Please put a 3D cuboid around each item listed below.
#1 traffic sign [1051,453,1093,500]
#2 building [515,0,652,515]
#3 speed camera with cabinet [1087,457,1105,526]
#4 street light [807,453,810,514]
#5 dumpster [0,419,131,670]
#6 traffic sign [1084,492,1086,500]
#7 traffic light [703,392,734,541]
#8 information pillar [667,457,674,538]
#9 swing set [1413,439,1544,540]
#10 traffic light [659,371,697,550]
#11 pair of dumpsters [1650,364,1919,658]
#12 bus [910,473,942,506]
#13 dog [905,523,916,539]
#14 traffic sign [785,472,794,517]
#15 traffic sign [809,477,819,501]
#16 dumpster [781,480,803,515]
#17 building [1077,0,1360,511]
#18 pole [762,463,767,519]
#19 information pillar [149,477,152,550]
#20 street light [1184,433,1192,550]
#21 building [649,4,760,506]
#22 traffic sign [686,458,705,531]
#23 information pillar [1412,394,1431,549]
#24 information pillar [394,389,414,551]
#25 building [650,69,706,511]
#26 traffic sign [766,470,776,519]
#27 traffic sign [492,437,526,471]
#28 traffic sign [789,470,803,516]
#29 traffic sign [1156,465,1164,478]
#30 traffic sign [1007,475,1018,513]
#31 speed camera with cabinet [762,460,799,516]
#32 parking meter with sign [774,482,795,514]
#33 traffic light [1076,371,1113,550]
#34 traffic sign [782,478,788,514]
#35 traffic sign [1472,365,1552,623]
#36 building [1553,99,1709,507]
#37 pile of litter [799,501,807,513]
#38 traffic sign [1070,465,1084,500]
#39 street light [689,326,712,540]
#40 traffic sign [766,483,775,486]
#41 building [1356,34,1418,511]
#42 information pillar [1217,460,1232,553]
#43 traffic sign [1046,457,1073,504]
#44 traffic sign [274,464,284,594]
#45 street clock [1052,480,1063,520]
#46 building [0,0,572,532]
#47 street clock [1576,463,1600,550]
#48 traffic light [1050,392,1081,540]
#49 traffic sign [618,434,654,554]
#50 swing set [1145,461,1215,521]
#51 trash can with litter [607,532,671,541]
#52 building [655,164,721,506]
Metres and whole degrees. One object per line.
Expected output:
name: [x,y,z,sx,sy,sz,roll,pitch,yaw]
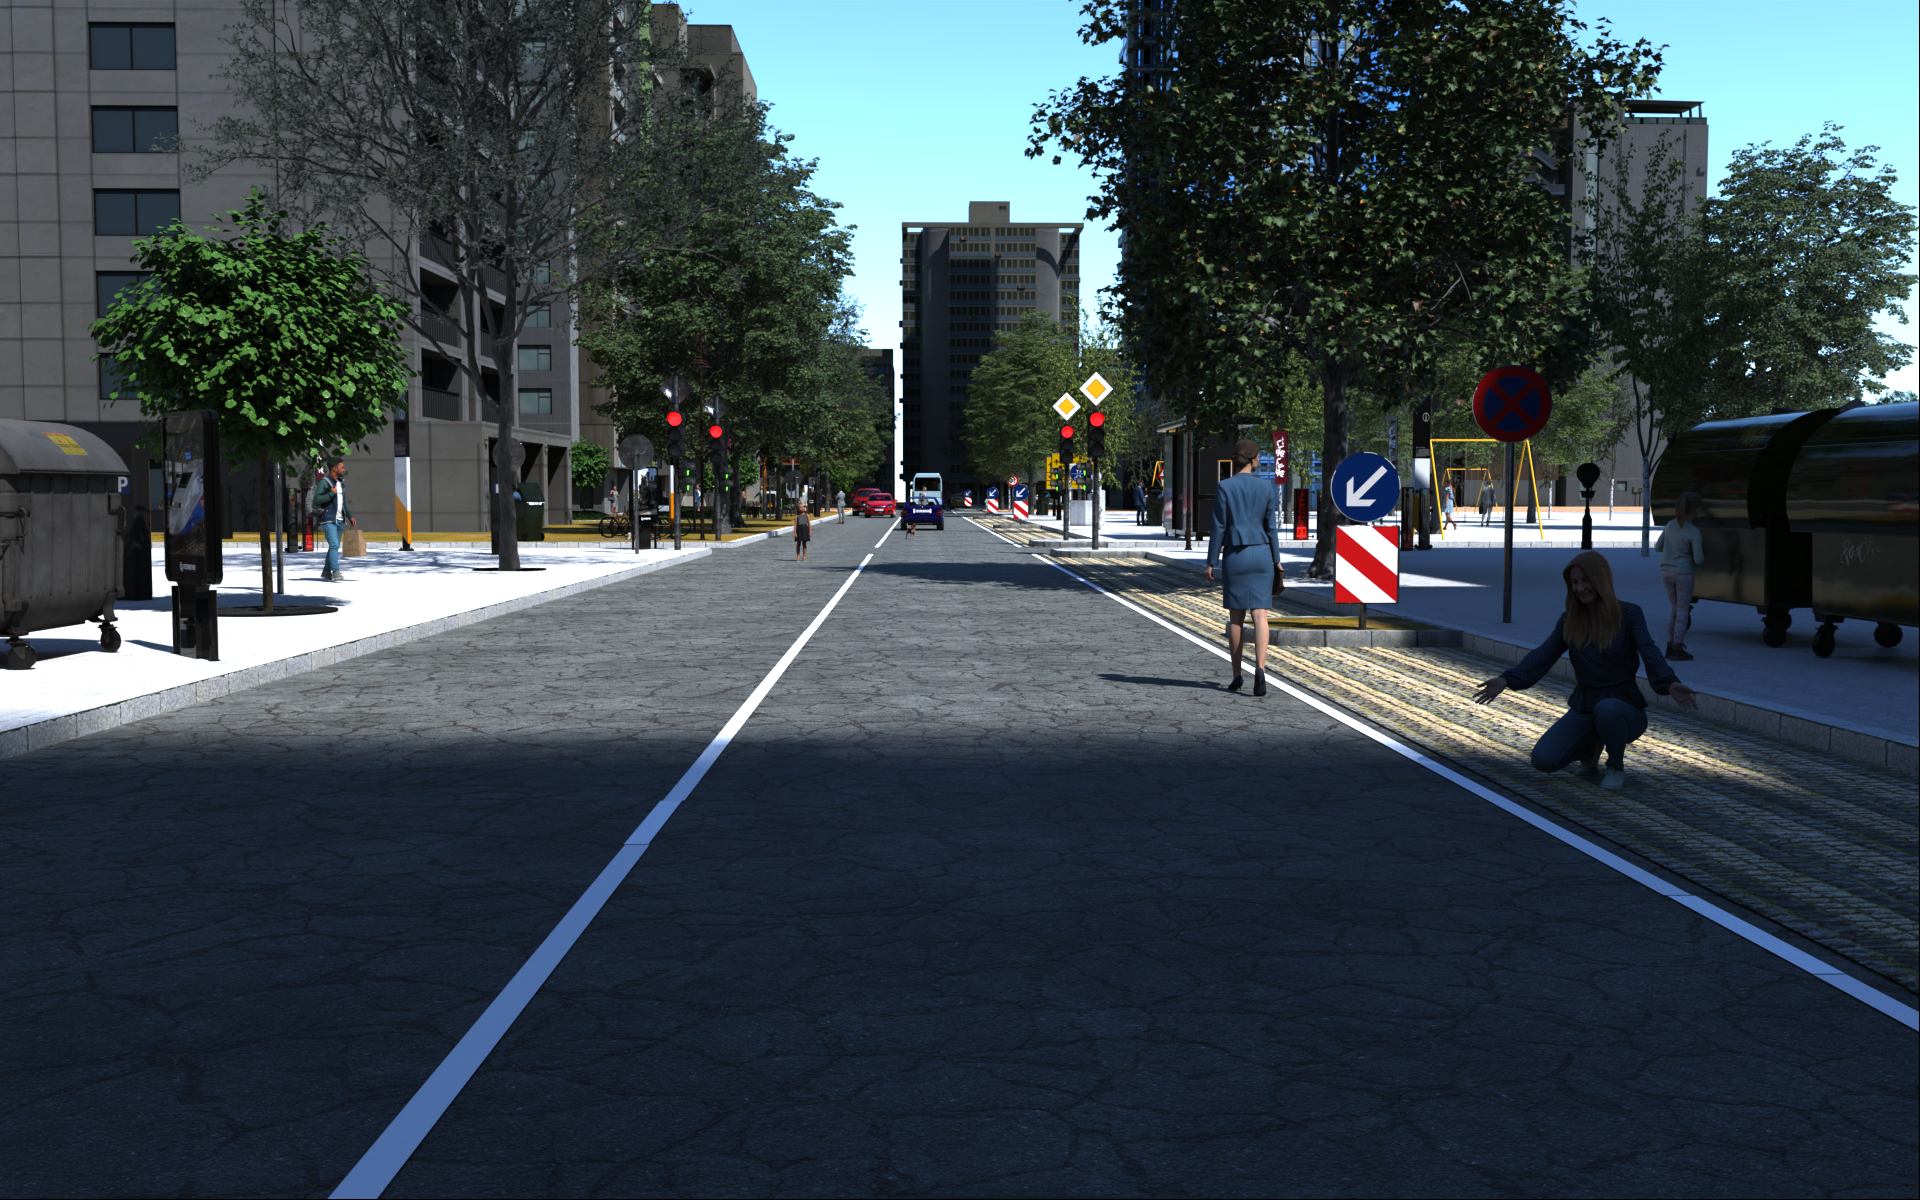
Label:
traffic sign: [5.627,-5.608,85.560,2.265,3.308,0.079,0,4,1]
building: [-27.090,-25.913,107.275,14.154,41.232,14.086,0,4,-1]
speed camera with cabinet: [5.626,-4.721,71.531,0.660,3.252,2.038,0,4,-1]
street light: [-8.183,-7.371,93.308,0.468,5.910,1.993,0,4,-1]
dumpster: [-7.368,-0.459,13.263,1.264,1.857,1.865,0,4,-1]
traffic sign: [6.419,-5.430,88.884,0.768,2.556,0.104,0,4,8]
traffic light: [-6.643,-3.588,47.584,0.839,4.253,0.868,0,4,-1]
information pillar: [-8.376,-3.599,50.195,0.183,3.616,0.504,-1,4,-16]
swing set: [14.952,-3.185,49.687,3.119,2.851,2.862,0,4,-3]
traffic light: [-6.457,-3.100,39.601,0.839,4.253,0.868,0,4,-1]
pair of dumpsters: [7.265,-0.703,13.982,1.574,2.255,4.437,0,4,-1]
bus: [-3.070,-10.061,159.349,2.948,3.499,13.247,0,4,-2]
dog: [-1.553,-2.190,55.098,0.540,0.507,0.406,2,4,27]
traffic sign: [-9.577,-6.005,98.294,0.768,2.556,0.104,0,4,1]
traffic sign: [-8.689,-6.173,103.055,0.606,2.300,0.079,0,4,6]
dumpster: [-10.190,-6.158,103.170,1.502,2.255,1.985,0,4,-1]
building: [24.274,-52.521,171.389,22.319,86.520,31.000,0,4,-1]
pole: [-10.117,-5.857,89.598,0.158,3.312,0.155,0,3,0]
information pillar: [-18.279,-2.087,38.612,0.304,2.012,0.304,1,4,22]
street light: [5.235,-4.082,39.525,0.468,5.910,1.993,0,4,-1]
building: [-32.114,-33.841,177.000,21.600,48.544,21.300,0,4,-1]
traffic sign: [-9.348,-3.719,60.910,0.768,2.556,0.104,0,4,0]
information pillar: [10.737,-2.993,40.293,0.504,3.616,0.183,-2,4,-29]
information pillar: [-12.543,-2.913,38.980,0.504,3.616,0.183,3,4,39]
building: [-36.768,-27.019,133.642,32.217,40.220,23.993,0,4,-1]
traffic sign: [-9.952,-5.539,90.662,0.768,2.556,0.104,0,4,7]
traffic sign: [-10.119,-2.369,38.846,0.768,2.556,0.104,0,4,7]
traffic sign: [-8.669,-5.590,91.497,0.768,2.556,0.104,0,4,0]
traffic sign: [6.967,-3.520,57.560,0.884,2.594,0.081,1,4,8]
traffic sign: [3.475,-6.989,114.380,0.768,2.556,0.104,0,4,1]
speed camera with cabinet: [-10.297,-6.422,99.339,2.038,3.252,0.660,0,4,2]
parking meter with sign: [-11.355,-7.062,111.722,0.543,3.016,1.738,3,4,38]
traffic light: [3.101,-3.114,39.839,0.839,4.253,0.868,0,4,-1]
traffic sign: [-10.832,-6.652,108.766,0.884,2.594,0.081,0,4,8]
traffic sign: [5.452,-1.044,17.181,0.768,2.556,0.104,1,4,8]
building: [68.561,-30.519,182.582,14.086,41.232,14.154,0,4,-1]
pile of litter: [-10.693,-6.353,117.838,1.176,0.858,1.719,-1,4,-17]
traffic sign: [5.077,-4.525,74.096,0.768,2.556,0.104,0,4,5]
street light: [-7.158,-4.598,47.969,0.468,5.910,1.993,0,4,-1]
traffic sign: [-12.172,-6.766,110.727,0.768,2.556,0.104,0,4,1]
building: [25.177,-50.627,140.419,22.319,86.520,31.000,0,4,-1]
information pillar: [5.730,-2.021,37.528,0.304,2.012,0.304,0,4,5]
traffic sign: [5.782,-6.126,94.035,2.265,3.308,0.079,0,4,1]
traffic sign: [-8.718,-1.348,22.143,0.768,2.556,0.104,1,4,8]
street clock: [4.855,-4.915,84.928,0.358,2.002,0.471,-2,4,-28]
building: [-26.427,-38.398,66.053,20.563,71.187,20.611,0,4,-1]
street clock: [14.505,-2.169,40.034,0.471,2.002,0.358,0,4,1]
traffic light: [2.915,-3.603,47.822,0.839,4.253,0.868,0,4,-1]
traffic sign: [-6.920,-2.258,37.028,0.768,2.556,0.104,0,4,3]
swing set: [10.615,-5.201,82.656,3.119,2.851,2.862,2,4,30]
trash can with litter: [-8.885,-2.280,48.335,1.678,1.210,2.233,-1,4,-20]
building: [-28.536,-23.330,153.151,14.160,30.474,14.107,0,4,-1]
